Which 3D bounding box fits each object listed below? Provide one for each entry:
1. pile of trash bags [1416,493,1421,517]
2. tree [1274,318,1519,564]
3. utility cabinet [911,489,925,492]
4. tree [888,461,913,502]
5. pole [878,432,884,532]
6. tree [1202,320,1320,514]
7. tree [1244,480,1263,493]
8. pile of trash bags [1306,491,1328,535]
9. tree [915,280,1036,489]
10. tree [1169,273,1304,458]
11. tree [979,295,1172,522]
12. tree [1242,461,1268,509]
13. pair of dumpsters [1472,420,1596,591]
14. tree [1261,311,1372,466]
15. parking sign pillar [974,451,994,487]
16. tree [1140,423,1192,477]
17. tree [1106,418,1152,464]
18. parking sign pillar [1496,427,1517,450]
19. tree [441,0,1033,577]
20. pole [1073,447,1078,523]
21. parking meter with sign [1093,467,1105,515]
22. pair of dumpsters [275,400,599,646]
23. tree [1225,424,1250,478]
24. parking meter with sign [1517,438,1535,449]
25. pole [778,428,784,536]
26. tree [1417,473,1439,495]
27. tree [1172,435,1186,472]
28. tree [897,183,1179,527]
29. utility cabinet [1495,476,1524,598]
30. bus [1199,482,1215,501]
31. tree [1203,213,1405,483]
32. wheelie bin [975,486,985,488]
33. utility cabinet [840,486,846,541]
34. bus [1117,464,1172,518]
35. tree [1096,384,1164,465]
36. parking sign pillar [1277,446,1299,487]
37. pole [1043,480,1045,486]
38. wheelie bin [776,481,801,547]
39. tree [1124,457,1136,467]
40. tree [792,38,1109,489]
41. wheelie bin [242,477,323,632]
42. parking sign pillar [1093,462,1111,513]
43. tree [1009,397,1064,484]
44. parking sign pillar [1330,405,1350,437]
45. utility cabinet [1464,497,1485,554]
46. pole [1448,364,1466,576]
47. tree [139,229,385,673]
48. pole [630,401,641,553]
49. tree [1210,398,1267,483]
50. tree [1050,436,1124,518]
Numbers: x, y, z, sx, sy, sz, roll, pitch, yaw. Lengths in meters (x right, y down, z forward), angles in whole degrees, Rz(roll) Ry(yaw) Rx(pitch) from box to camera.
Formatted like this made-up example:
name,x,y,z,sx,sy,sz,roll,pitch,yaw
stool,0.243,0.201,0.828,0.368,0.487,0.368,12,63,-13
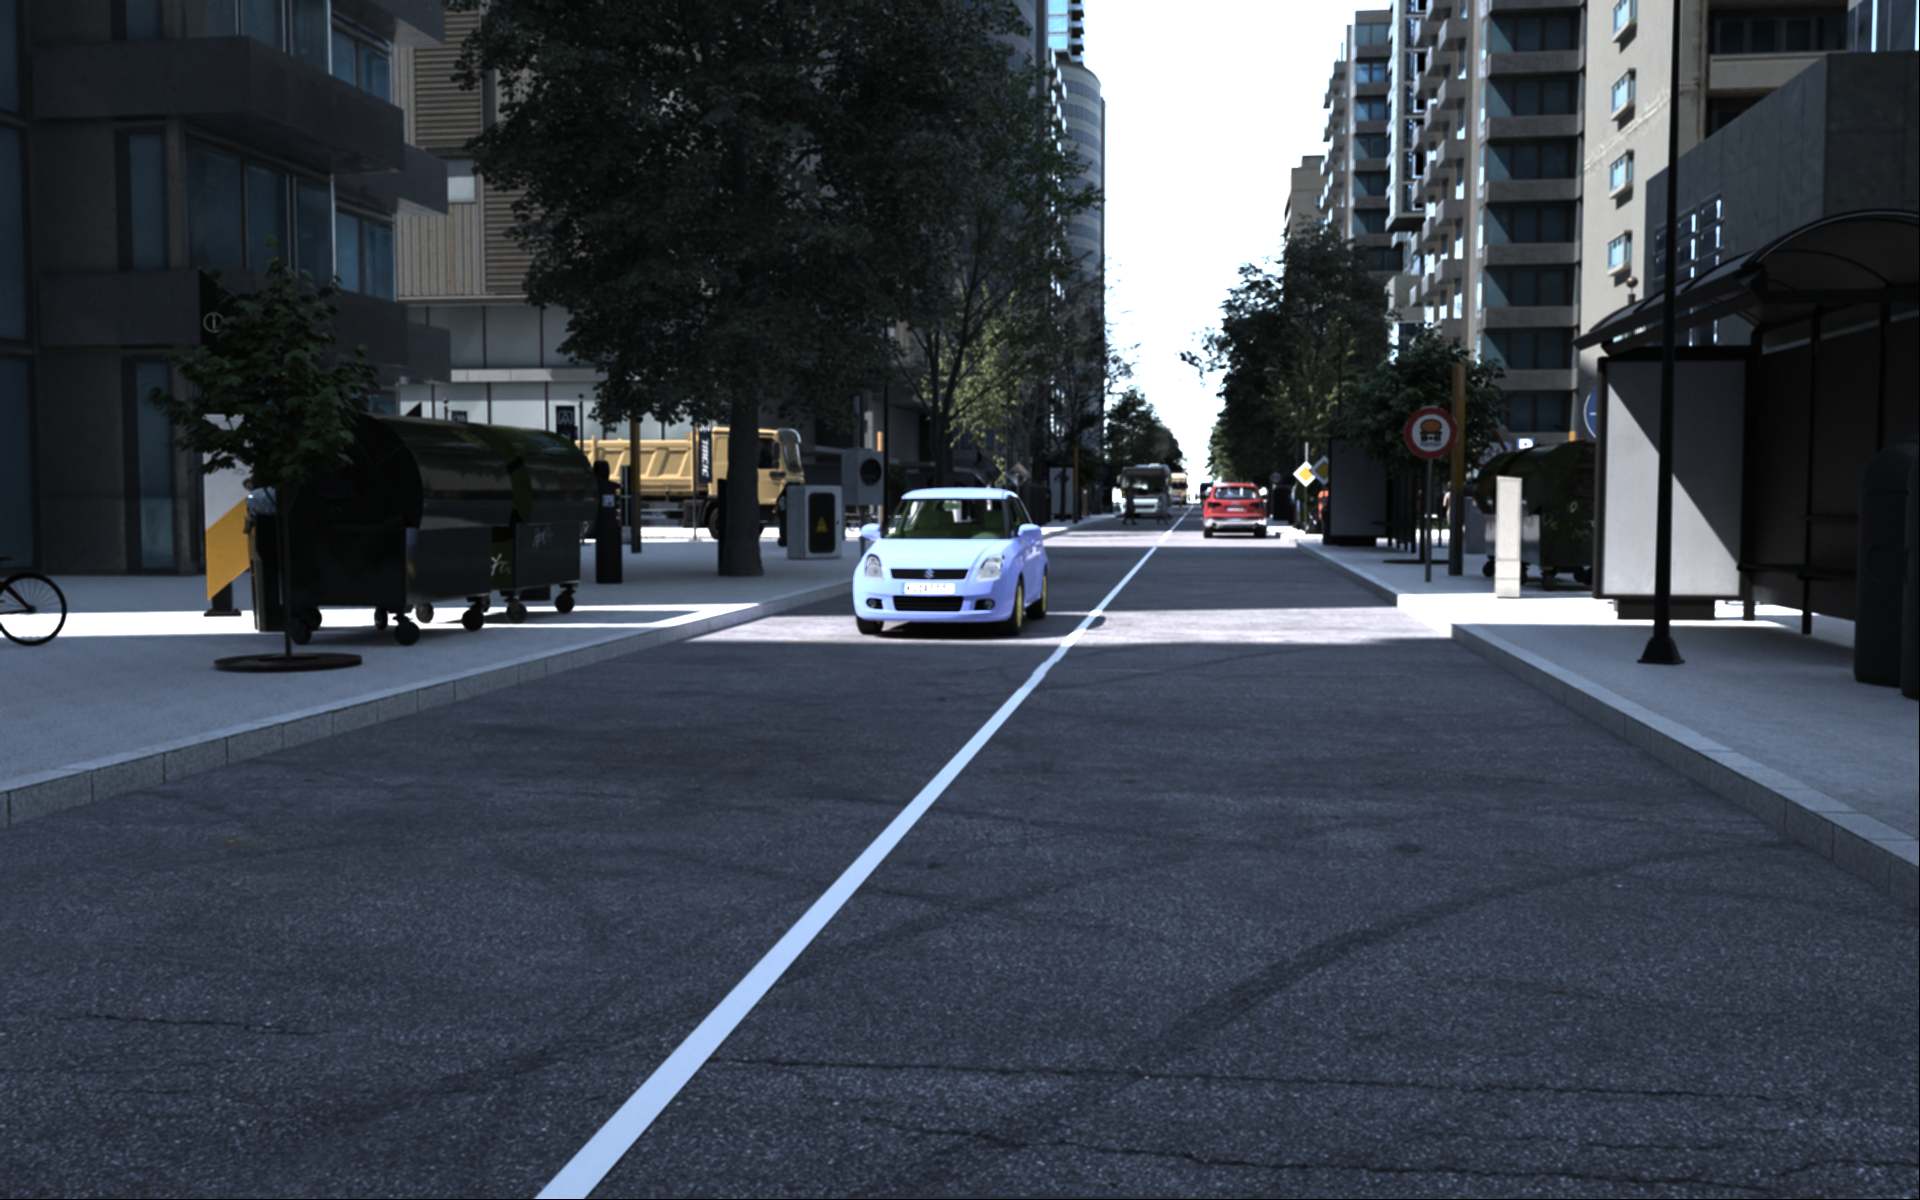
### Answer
name,x,y,z,sx,sy,sz,roll,pitch,yaw
pile of trash bags,21.311,-4.475,82.920,1.912,1.369,3.447,-1,4,-10
tree,8.723,-2.967,32.221,4.285,4.588,4.351,0,3,0
utility cabinet,-1.683,-4.380,80.296,1.173,1.500,0.318,0,4,7
tree,-3.152,-5.936,91.649,1.663,3.219,1.824,0,3,0
pole,-2.583,-3.841,56.645,0.158,3.312,0.155,0,3,0
tree,20.311,-11.810,111.221,7.486,12.596,7.792,0,3,0
tree,23.143,-8.635,135.782,1.663,3.219,1.824,0,3,0
pile of trash bags,11.830,-2.758,54.846,1.912,1.369,3.447,1,4,21
tree,0.834,-6.623,58.652,4.737,8.622,4.395,0,3,0
tree,24.150,-18.020,150.511,12.611,20.169,13.585,0,3,0
tree,4.671,-8.930,80.417,8.767,10.594,7.601,1,4,17
tree,21.422,-8.374,120.622,4.285,4.588,4.351,0,3,0
pair of dumpsters,8.443,-1.357,24.678,1.574,2.255,4.437,0,4,8
tree,14.188,-7.259,69.054,4.737,8.622,4.395,0,3,0
parking sign pillar,1.485,-7.247,106.962,1.447,3.967,1.447,3,5,43
tree,33.349,-22.456,284.170,9.611,12.733,9.660,0,3,0
tree,16.431,-13.290,167.649,4.737,8.622,4.395,0,3,0
parking sign pillar,20.133,-4.627,64.128,1.447,3.967,1.447,-3,5,-41
tree,-3.476,-7.357,26.942,9.857,13.997,8.962,0,3,0
pole,5.050,-5.002,75.621,0.158,3.312,0.155,0,3,0
parking meter with sign,8.678,-6.899,109.058,0.543,3.016,1.738,1,4,15
pair of dumpsters,-4.933,-0.865,16.633,1.574,2.255,4.437,0,4,8
tree,27.602,-13.268,167.289,4.360,8.622,3.978,0,3,0
parking meter with sign,18.198,-3.578,54.753,0.543,3.016,1.738,3,5,40
pole,-5.531,-3.653,53.572,0.158,3.312,0.155,0,3,0
tree,18.858,-4.641,70.483,1.663,3.219,1.824,0,3,0
tree,29.075,-19.393,251.490,8.767,10.594,7.601,2,4,33
tree,2.607,-9.646,68.079,12.009,13.543,11.850,0,3,0
utility cabinet,6.869,-0.793,21.644,0.318,1.500,1.173,1,4,18
bus,38.446,-16.709,268.058,2.948,3.499,13.247,1,4,9
tree,16.031,-10.637,80.563,9.857,13.997,8.962,0,3,0
wheelie bin,0.924,-3.647,67.530,0.980,1.594,0.693,1,4,8
utility cabinet,-3.710,-2.349,47.085,1.173,1.500,0.318,-1,4,-9
bus,11.346,-6.721,104.751,2.948,3.499,13.247,1,4,9
tree,17.615,-15.916,178.358,7.486,12.596,7.792,0,3,0
parking sign pillar,18.090,-6.533,95.293,1.447,3.967,1.447,1,4,9
pole,5.144,-6.877,106.288,0.158,3.312,0.155,0,3,0
wheelie bin,-4.055,-2.112,42.438,0.693,1.594,0.980,1,4,22
tree,12.467,-9.328,136.223,4.285,4.588,4.351,0,3,0
tree,-0.460,-6.999,40.185,9.928,11.665,9.643,0,3,0
wheelie bin,-6.371,-0.513,16.293,0.693,1.594,0.980,-2,4,-29
parking sign pillar,9.851,-8.025,119.684,1.447,3.967,1.447,2,4,26
tree,5.281,-10.548,122.819,4.360,8.622,3.978,0,3,0
parking sign pillar,11.806,-3.892,52.102,1.447,3.967,1.447,0,4,6
utility cabinet,11.349,-1.587,37.108,1.020,1.237,0.306,0,4,0
pole,7.822,-2.043,27.240,0.158,3.312,0.155,0,3,0
tree,-5.141,-1.113,12.795,1.663,3.219,1.824,0,3,0
pole,-7.038,-2.673,37.555,0.158,3.312,0.155,0,3,0
tree,29.104,-15.373,177.101,9.928,11.665,9.643,0,3,0
tree,6.347,-6.807,95.003,4.285,4.588,4.351,0,3,0
